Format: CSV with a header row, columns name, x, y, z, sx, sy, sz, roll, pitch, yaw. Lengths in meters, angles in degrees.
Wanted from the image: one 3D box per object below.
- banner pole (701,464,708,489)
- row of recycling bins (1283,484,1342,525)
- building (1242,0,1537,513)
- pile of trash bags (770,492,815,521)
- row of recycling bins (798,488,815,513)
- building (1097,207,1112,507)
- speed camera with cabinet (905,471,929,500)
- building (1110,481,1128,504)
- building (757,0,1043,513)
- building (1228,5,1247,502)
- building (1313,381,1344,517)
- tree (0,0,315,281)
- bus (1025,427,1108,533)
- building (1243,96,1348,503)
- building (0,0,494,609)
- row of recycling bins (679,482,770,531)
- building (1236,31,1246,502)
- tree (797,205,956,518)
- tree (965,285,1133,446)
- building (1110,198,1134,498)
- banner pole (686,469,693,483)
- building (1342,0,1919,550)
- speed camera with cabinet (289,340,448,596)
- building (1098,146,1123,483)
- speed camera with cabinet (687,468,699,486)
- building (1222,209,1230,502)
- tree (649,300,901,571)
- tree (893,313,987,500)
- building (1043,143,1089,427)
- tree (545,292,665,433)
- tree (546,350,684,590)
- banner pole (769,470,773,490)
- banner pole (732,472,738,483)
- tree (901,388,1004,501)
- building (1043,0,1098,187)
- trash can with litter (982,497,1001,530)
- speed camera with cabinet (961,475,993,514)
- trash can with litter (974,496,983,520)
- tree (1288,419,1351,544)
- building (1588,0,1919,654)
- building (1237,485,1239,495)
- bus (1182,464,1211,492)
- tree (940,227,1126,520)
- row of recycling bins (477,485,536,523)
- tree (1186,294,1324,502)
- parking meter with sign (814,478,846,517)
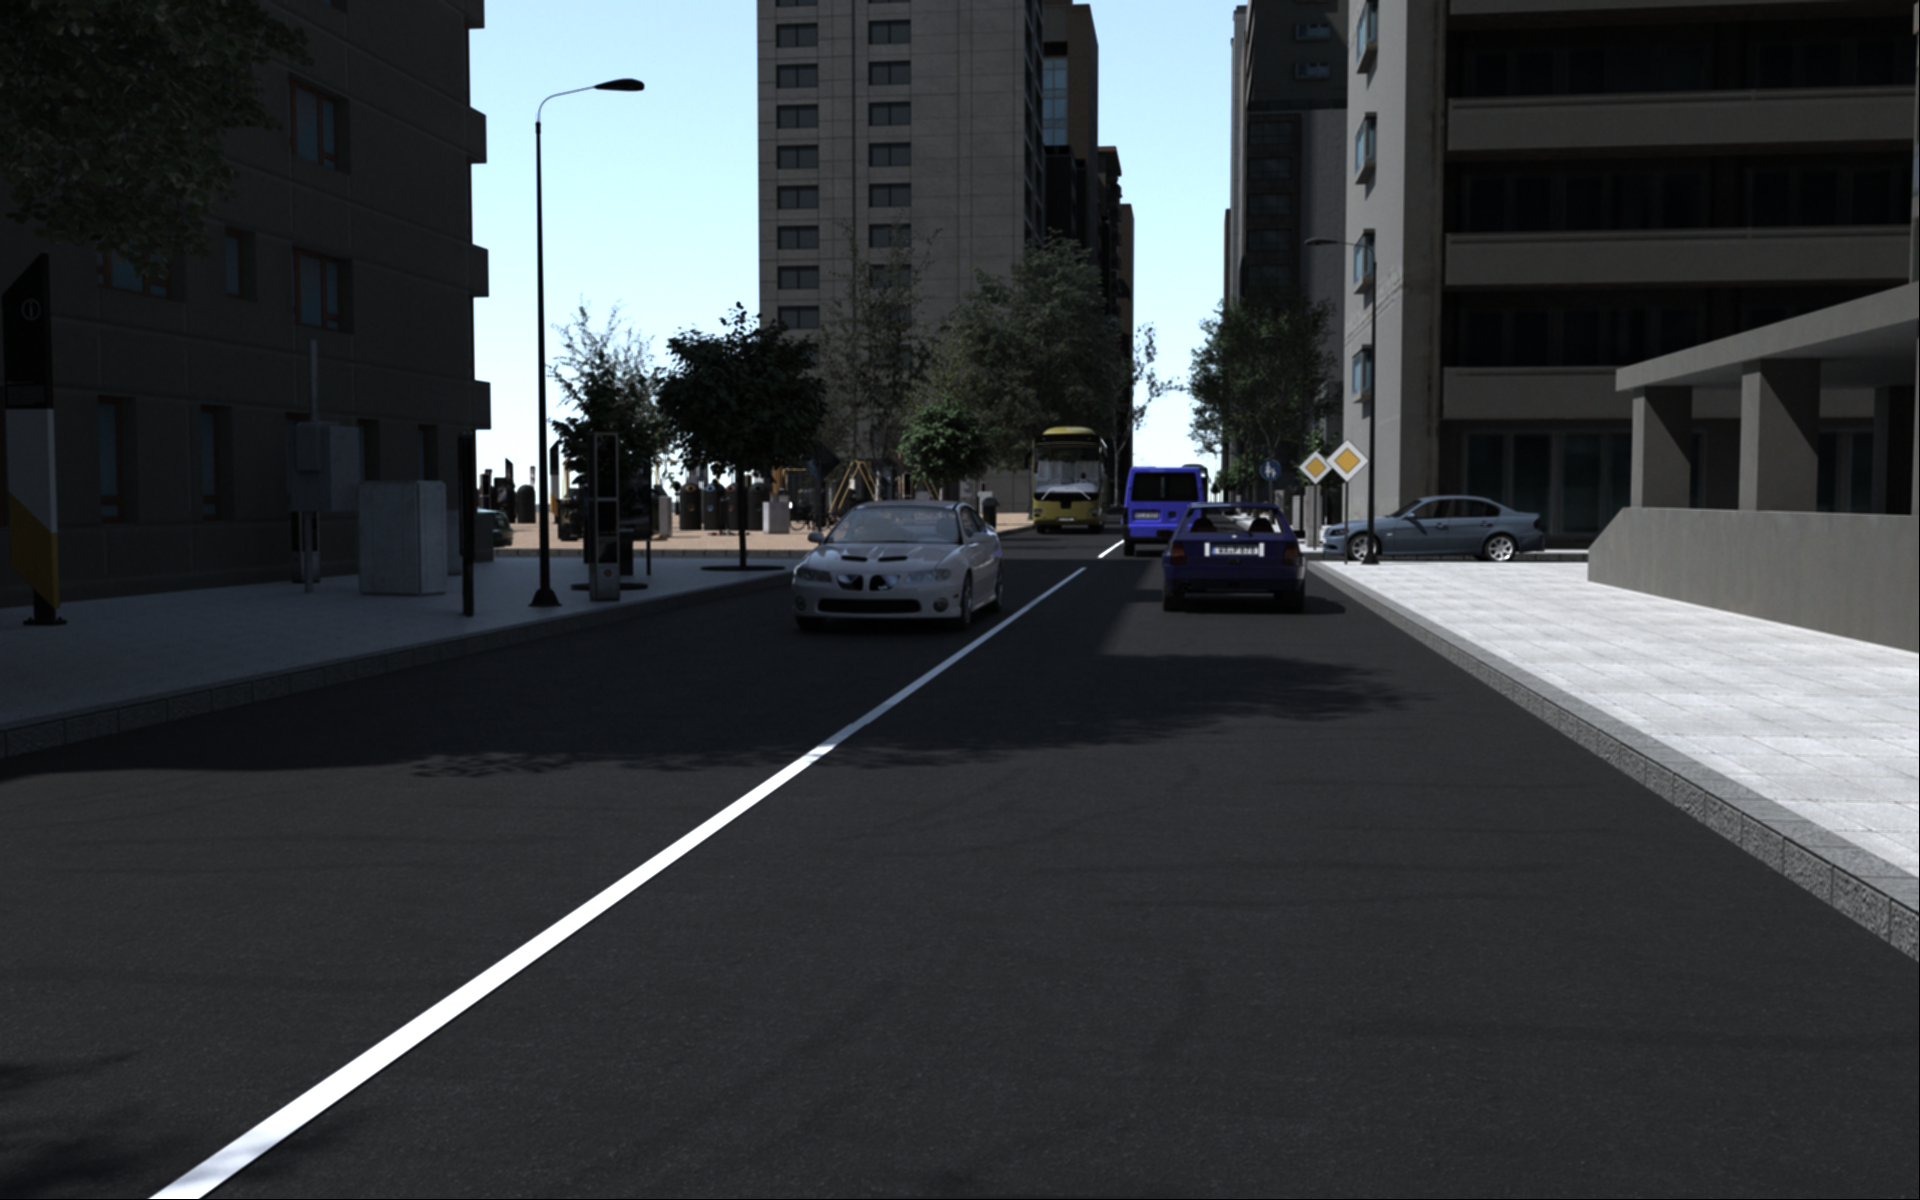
name,x,y,z,sx,sy,sz,roll,pitch,yaw
banner pole,-13.774,-6.308,93.149,0.401,3.779,0.863,2,4,28
row of recycling bins,15.090,-3.927,71.315,3.534,1.692,1.069,-1,4,-9
building,35.140,-31.968,146.381,21.300,48.544,21.600,0,4,8
pile of trash bags,-8.579,-4.558,84.281,1.912,1.369,3.447,-3,5,-41
row of recycling bins,-9.873,-6.601,115.043,1.069,1.692,3.534,-2,4,-24
building,7.671,-24.499,172.255,14.160,30.474,14.107,0,4,8
speed camera with cabinet,-3.083,-7.472,116.506,2.038,3.252,0.660,-2,4,-27
building,7.680,-33.639,241.885,32.217,40.220,23.993,0,4,8
building,-2.305,-42.065,126.013,20.563,71.187,20.611,0,4,8
building,43.422,-40.903,210.769,21.231,58.520,28.212,0,4,8
building,31.262,-47.537,89.900,22.319,86.520,31.000,0,4,8
tree,-6.381,-5.654,10.567,7.486,12.596,7.792,0,3,0
bus,4.323,-4.596,66.692,2.896,3.916,12.252,0,4,6
building,28.384,-21.905,129.852,14.160,30.474,14.107,0,4,8
building,-25.064,-10.742,20.678,28.899,21.520,27.650,0,4,8
row of recycling bins,-8.335,-3.317,61.344,3.534,1.692,1.069,1,4,20
building,33.627,-31.474,164.704,14.600,45.320,14.200,0,4,8
tree,-2.126,-5.780,44.857,4.360,8.622,3.978,0,3,0
tree,4.844,-11.448,97.545,12.009,13.543,11.850,0,3,0
building,18.890,-37.308,260.088,14.600,45.320,14.200,0,4,8
banner pole,-16.875,-7.232,108.265,0.863,3.779,0.401,0,4,6
building,21.836,-25.906,47.267,21.600,48.544,21.300,0,4,8
speed camera with cabinet,-7.589,-1.704,22.204,2.038,3.252,0.660,1,4,21
building,8.636,-34.242,214.472,22.147,44.769,28.867,0,4,8
speed camera with cabinet,-13.552,-5.712,87.721,0.660,3.252,2.038,-1,4,-10
building,46.952,-37.477,262.858,14.600,45.320,14.200,0,4,8
tree,-3.703,-2.804,29.557,4.285,4.588,4.351,0,3,0
tree,-0.809,-7.373,70.909,4.737,8.622,4.395,0,3,0
building,3.264,-22.770,143.996,14.160,30.474,14.107,0,4,8
tree,-13.292,-6.967,64.267,4.360,8.622,3.978,0,3,0
tree,-4.878,-1.768,23.501,1.663,3.219,1.824,0,3,0
banner pole,-11.514,-7.095,106.019,0.863,3.779,0.401,3,4,37
banner pole,-13.444,-6.971,103.990,0.863,3.779,0.401,-1,4,-19
tree,-0.455,-4.275,53.609,4.285,4.588,4.351,0,3,0
building,5.231,-31.056,157.874,14.600,45.320,14.200,0,4,8
trash can with litter,1.049,-3.043,61.138,0.624,1.170,1.055,1,4,11
speed camera with cabinet,1.101,-7.218,112.356,2.038,3.252,0.660,0,4,-2
trash can with litter,0.861,-4.590,86.105,1.678,1.210,2.233,-1,4,-21
tree,9.283,-3.070,44.795,1.663,3.219,1.824,0,3,0
building,24.317,-19.784,15.347,32.217,40.220,23.993,0,4,8
building,35.808,-30.287,178.780,14.154,41.232,14.086,0,4,8
bus,18.973,-9.165,141.395,2.896,3.916,12.252,1,4,8
tree,3.684,-10.891,84.720,9.857,13.997,8.962,0,3,0
row of recycling bins,-20.329,-4.225,76.189,3.534,1.692,1.069,1,4,13
tree,15.404,-10.087,90.672,9.928,11.665,9.643,0,3,0
parking meter with sign,-7.147,-6.060,95.336,1.738,3.016,0.543,0,4,-6
